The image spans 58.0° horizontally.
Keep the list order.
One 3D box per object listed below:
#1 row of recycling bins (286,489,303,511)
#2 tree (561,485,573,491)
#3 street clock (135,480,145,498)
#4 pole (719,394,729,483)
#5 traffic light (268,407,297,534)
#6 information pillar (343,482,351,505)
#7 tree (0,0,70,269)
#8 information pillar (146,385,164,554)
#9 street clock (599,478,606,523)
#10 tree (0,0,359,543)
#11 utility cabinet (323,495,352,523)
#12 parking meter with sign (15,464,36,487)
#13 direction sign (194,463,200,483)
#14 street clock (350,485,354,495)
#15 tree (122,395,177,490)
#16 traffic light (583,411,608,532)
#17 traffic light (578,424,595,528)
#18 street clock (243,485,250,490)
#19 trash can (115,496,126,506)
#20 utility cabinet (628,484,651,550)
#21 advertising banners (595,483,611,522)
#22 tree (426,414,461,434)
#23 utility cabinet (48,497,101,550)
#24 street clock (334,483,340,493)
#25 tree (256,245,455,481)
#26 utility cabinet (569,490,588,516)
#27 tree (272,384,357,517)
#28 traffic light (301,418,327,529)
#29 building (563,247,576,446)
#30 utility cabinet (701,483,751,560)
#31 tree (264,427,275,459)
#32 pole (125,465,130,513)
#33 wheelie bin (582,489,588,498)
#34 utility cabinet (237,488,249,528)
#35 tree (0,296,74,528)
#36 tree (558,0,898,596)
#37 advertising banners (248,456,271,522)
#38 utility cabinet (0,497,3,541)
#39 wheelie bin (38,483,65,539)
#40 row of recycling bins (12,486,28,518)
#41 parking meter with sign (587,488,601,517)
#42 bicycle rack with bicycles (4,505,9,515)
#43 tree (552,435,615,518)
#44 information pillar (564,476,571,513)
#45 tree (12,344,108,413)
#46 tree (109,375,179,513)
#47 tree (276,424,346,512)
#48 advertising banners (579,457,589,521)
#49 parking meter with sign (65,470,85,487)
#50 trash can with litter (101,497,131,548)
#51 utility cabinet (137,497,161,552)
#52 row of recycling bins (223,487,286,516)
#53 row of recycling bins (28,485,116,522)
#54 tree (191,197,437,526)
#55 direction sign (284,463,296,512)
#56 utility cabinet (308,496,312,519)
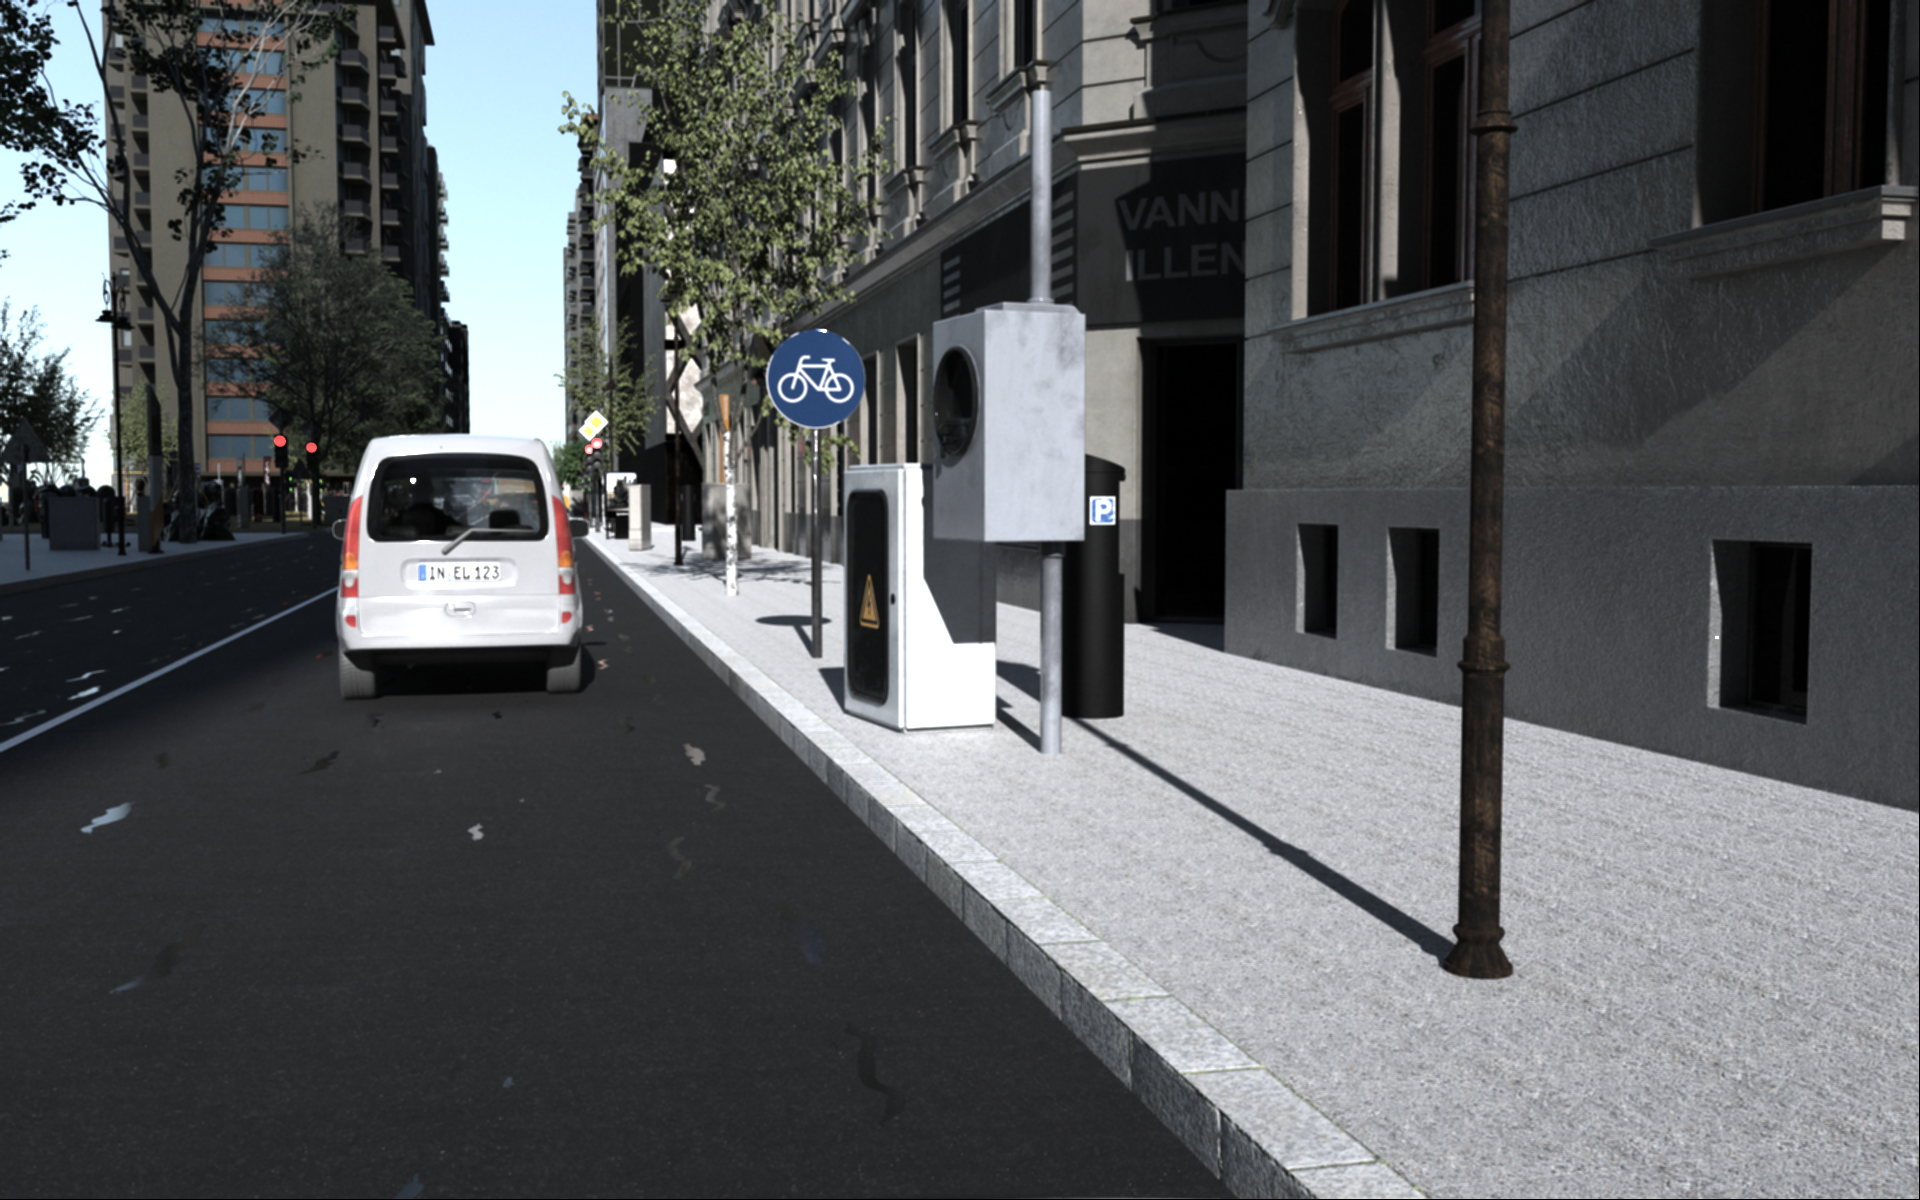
[{"bbox_3d":[-50.754,-7.605,131.459,1.069,1.692,3.534,1,4,13],"label":"row of recycling bins"},{"bbox_3d":[-42.724,-11.927,189.614,1.663,3.219,1.824,0,3,0],"label":"tree"},{"bbox_3d":[-41.039,-5.024,86.713,0.471,2.002,0.358,2,4,24],"label":"street clock"},{"bbox_3d":[-4.822,-2.546,35.466,0.158,3.312,0.155,0,3,0],"label":"pole"},{"bbox_3d":[-21.853,-4.095,55.877,0.839,4.253,0.868,-1,4,-14],"label":"traffic light"},{"bbox_3d":[-38.437,-6.370,108.649,0.304,2.012,0.304,1,4,16],"label":"information pillar"},{"bbox_3d":[-15.532,-5.929,22.698,9.928,11.665,9.643,0,3,0],"label":"tree"},{"bbox_3d":[-17.366,-2.815,37.378,0.183,3.616,0.504,0,4,-1],"label":"information pillar"},{"bbox_3d":[-15.682,-4.378,76.152,0.471,2.002,0.358,0,4,2],"label":"street clock"},{"bbox_3d":[-21.505,-11.574,45.117,12.611,20.169,13.585,0,3,0],"label":"tree"},{"bbox_3d":[-27.675,-4.017,76.845,1.020,1.237,0.306,-1,4,-11],"label":"utility cabinet"},{"bbox_3d":[-54.209,-6.399,100.883,1.738,3.016,0.543,2,4,29],"label":"parking meter with sign"},{"bbox_3d":[-56.407,-8.295,127.616,0.876,3.537,0.379,1,4,9],"label":"direction sign"},{"bbox_3d":[-46.636,-7.856,133.018,0.358,2.002,0.471,1,4,19],"label":"street clock"},{"bbox_3d":[-59.973,-10.886,128.345,4.360,8.622,3.978,0,3,0],"label":"tree"},{"bbox_3d":[-12.228,-4.239,58.235,0.839,4.253,0.868,-1,4,-14],"label":"traffic light"},{"bbox_3d":[-14.122,-4.714,65.993,0.839,4.253,0.868,-1,4,-14],"label":"traffic light"},{"bbox_3d":[-54.683,-7.844,132.822,0.471,2.002,0.358,1,4,12],"label":"street clock"},{"bbox_3d":[-50.417,-5.643,103.911,0.748,1.137,0.748,0,3,0],"label":"trash can"},{"bbox_3d":[-7.360,-1.901,39.761,0.318,1.500,1.173,0,4,0],"label":"utility cabinet"},{"bbox_3d":[-16.297,-5.060,78.912,0.090,3.025,2.074,1,4,10],"label":"advertising banners"},{"bbox_3d":[-46.157,-12.471,154.257,4.360,8.622,3.978,0,3,0],"label":"tree"},{"bbox_3d":[-20.290,-1.745,39.692,1.020,1.237,0.306,0,4,-7],"label":"utility cabinet"},{"bbox_3d":[-42.105,-6.885,117.140,0.358,2.002,0.471,0,4,5],"label":"street clock"},{"bbox_3d":[-30.530,-11.058,87.451,9.857,13.997,8.962,0,3,0],"label":"tree"},{"bbox_3d":[-21.892,-5.546,99.359,0.318,1.500,1.173,2,4,34],"label":"utility cabinet"},{"bbox_3d":[-36.386,-8.981,97.206,4.360,8.622,3.978,0,3,0],"label":"tree"},{"bbox_3d":[-23.748,-4.570,63.635,0.839,4.253,0.868,-1,4,-14],"label":"traffic light"},{"bbox_3d":[-58.724,-37.012,288.744,14.154,41.232,14.086,-1,4,-14],"label":"building"},{"bbox_3d":[-4.555,-1.542,33.883,0.318,1.500,1.173,2,4,30],"label":"utility cabinet"},{"bbox_3d":[-47.546,-10.612,123.875,4.737,8.622,4.395,0,3,0],"label":"tree"},{"bbox_3d":[-57.790,-7.731,120.239,0.158,3.312,0.155,0,3,0],"label":"pole"},{"bbox_3d":[-22.987,-5.981,105.701,0.693,1.594,0.980,1,4,20],"label":"wheelie bin"},{"bbox_3d":[-27.160,-3.480,65.574,0.318,1.500,1.173,-2,4,-28],"label":"utility cabinet"},{"bbox_3d":[-35.712,-7.032,65.339,4.737,8.622,4.395,0,3,0],"label":"tree"},{"bbox_3d":[-2.842,-4.347,21.428,4.737,8.622,4.395,0,3,0],"label":"tree"},{"bbox_3d":[-32.496,-5.128,80.031,0.090,3.025,2.074,1,4,18],"label":"advertising banners"},{"bbox_3d":[-26.665,-2.210,47.293,0.306,1.237,1.020,1,4,15],"label":"utility cabinet"},{"bbox_3d":[-26.275,-2.583,50.135,0.693,1.594,0.980,-3,5,-41],"label":"wheelie bin"},{"bbox_3d":[-50.479,-5.317,94.046,1.069,1.692,3.534,0,4,-7],"label":"row of recycling bins"},{"bbox_3d":[-20.475,-6.167,97.096,1.738,3.016,0.543,3,5,44],"label":"parking meter with sign"},{"bbox_3d":[-57.019,-5.650,105.756,2.925,0.926,2.852,0,4,-8],"label":"bicycle rack with bicycles"},{"bbox_3d":[-20.202,-6.681,92.944,4.285,4.588,4.351,0,3,0],"label":"tree"},{"bbox_3d":[-26.197,-7.597,115.570,0.504,3.616,0.183,1,4,21],"label":"information pillar"},{"bbox_3d":[-44.724,-8.265,85.493,4.360,8.622,3.978,0,3,0],"label":"tree"},{"bbox_3d":[-50.561,-9.673,108.514,4.737,8.622,4.395,0,3,0],"label":"tree"},{"bbox_3d":[-42.163,-10.004,113.925,4.737,8.622,4.395,0,3,0],"label":"tree"},{"bbox_3d":[-17.927,-5.301,82.853,0.090,3.025,2.074,0,4,2],"label":"advertising banners"},{"bbox_3d":[-63.011,-7.736,122.745,0.543,3.016,1.738,3,5,39],"label":"parking meter with sign"},{"bbox_3d":[-20.766,-1.895,42.049,1.678,1.210,2.233,-2,4,-29],"label":"trash can with litter"},{"bbox_3d":[-18.295,-1.707,39.064,0.306,1.237,1.020,-1,4,-14],"label":"utility cabinet"},{"bbox_3d":[-42.417,-5.903,103.622,3.534,1.692,1.069,1,4,9],"label":"row of recycling bins"},{"bbox_3d":[-40.884,-4.463,80.084,3.534,1.692,1.069,0,4,-6],"label":"row of recycling bins"},{"bbox_3d":[-26.319,-9.820,70.921,12.009,13.543,11.850,0,3,0],"label":"tree"},{"bbox_3d":[-48.910,-8.214,126.299,0.876,3.537,0.379,-1,4,-9],"label":"direction sign"},{"bbox_3d":[-33.109,-4.730,88.494,0.306,1.237,1.020,-1,4,-15],"label":"utility cabinet"}]
